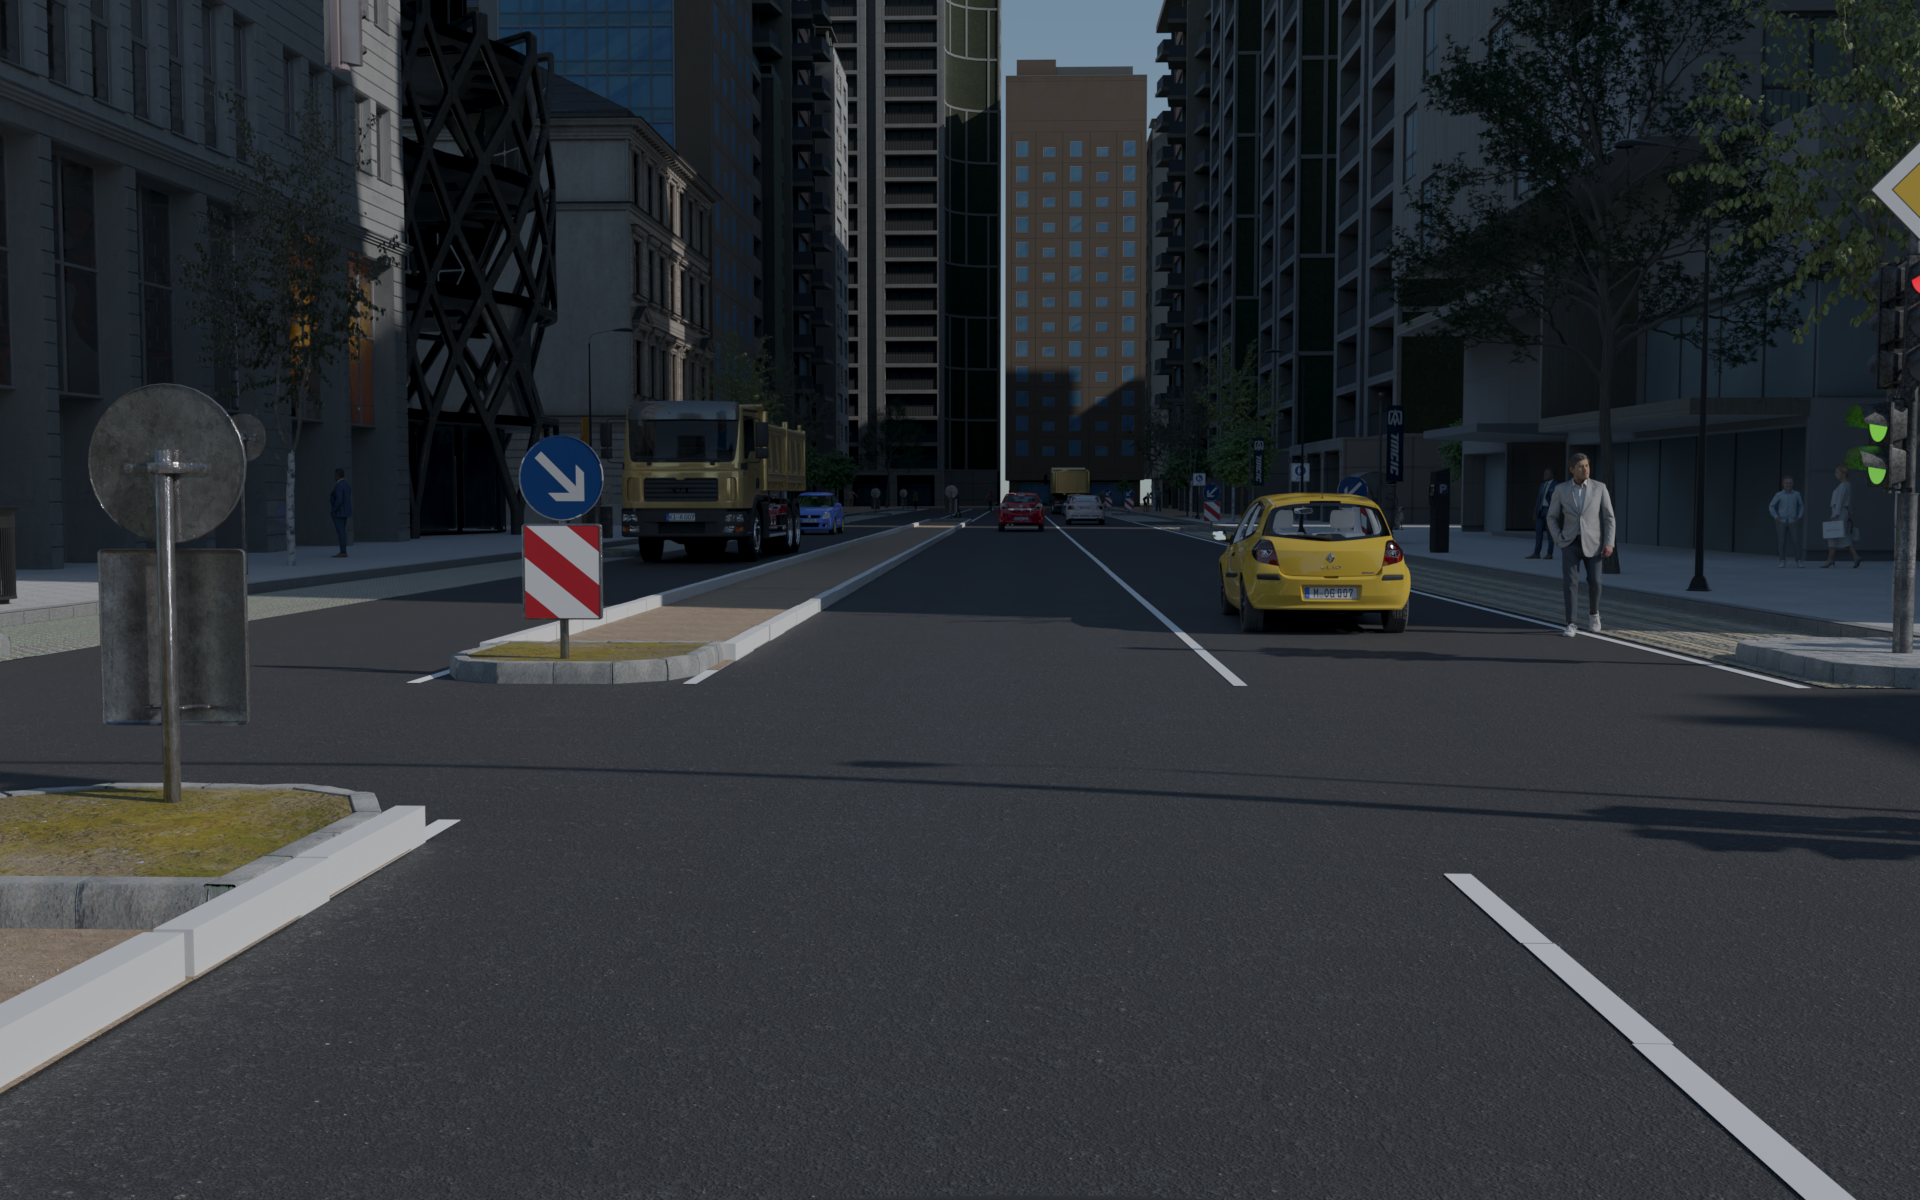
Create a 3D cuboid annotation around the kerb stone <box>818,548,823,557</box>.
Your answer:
[{"bbox_3d":[-3.262,-1.028,38.996,0.120,0.150,1.000,0,4,2],"label":"kerb stone"}]

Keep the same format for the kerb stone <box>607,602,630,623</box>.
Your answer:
[{"bbox_3d":[-3.926,0.162,19.548,0.120,0.150,1.000,0,4,2],"label":"kerb stone"}]

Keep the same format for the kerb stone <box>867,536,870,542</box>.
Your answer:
[{"bbox_3d":[-2.838,-1.779,51.296,0.120,0.150,1.000,0,4,2],"label":"kerb stone"}]

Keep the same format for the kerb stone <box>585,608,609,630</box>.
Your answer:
[{"bbox_3d":[-3.963,0.226,18.527,0.120,0.150,1.000,0,4,2],"label":"kerb stone"}]

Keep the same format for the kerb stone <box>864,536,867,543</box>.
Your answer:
[{"bbox_3d":[-2.870,-1.717,50.267,0.120,0.150,1.000,0,4,2],"label":"kerb stone"}]

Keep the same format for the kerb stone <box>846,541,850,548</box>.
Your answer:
[{"bbox_3d":[-3.045,-1.403,45.142,0.120,0.150,1.000,0,4,2],"label":"kerb stone"}]

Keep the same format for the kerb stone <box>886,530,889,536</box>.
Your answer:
[{"bbox_3d":[-2.590,-2.218,58.465,0.120,0.150,1.000,0,4,2],"label":"kerb stone"}]

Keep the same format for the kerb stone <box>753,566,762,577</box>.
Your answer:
[{"bbox_3d":[-3.575,-0.459,29.783,0.120,0.150,1.000,0,4,2],"label":"kerb stone"}]

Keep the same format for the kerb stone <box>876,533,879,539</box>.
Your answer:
[{"bbox_3d":[-2.737,-1.966,54.363,0.120,0.150,1.000,0,4,2],"label":"kerb stone"}]

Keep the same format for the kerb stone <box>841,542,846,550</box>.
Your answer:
[{"bbox_3d":[-3.085,-1.340,44.120,0.120,0.150,1.000,0,4,2],"label":"kerb stone"}]

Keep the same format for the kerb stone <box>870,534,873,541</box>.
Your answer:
[{"bbox_3d":[-2.804,-1.842,52.318,0.120,0.150,1.000,0,4,2],"label":"kerb stone"}]

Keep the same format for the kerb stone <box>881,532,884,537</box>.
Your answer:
[{"bbox_3d":[-2.667,-2.093,56.418,0.120,0.150,1.000,0,4,2],"label":"kerb stone"}]

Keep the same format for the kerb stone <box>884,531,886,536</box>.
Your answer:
[{"bbox_3d":[-2.625,-2.156,57.439,0.120,0.150,1.000,0,4,2],"label":"kerb stone"}]

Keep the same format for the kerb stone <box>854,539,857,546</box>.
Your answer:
[{"bbox_3d":[-2.980,-1.527,47.191,0.120,0.150,1.000,0,4,2],"label":"kerb stone"}]

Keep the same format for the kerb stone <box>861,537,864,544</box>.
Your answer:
[{"bbox_3d":[-2.910,-1.654,49.246,0.120,0.150,1.000,0,4,2],"label":"kerb stone"}]

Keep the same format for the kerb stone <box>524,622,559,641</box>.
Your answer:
[{"bbox_3d":[-4.035,0.350,16.472,0.120,0.150,1.000,0,4,2],"label":"kerb stone"}]

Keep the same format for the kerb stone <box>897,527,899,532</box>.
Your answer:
[{"bbox_3d":[-2.419,-2.532,63.592,0.120,0.150,1.000,0,4,2],"label":"kerb stone"}]

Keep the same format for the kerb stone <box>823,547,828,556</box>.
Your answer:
[{"bbox_3d":[-3.218,-1.090,40.018,0.120,0.150,1.000,0,4,2],"label":"kerb stone"}]

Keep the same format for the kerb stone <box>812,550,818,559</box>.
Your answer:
[{"bbox_3d":[-3.290,-0.959,37.974,0.120,0.150,1.000,0,4,2],"label":"kerb stone"}]

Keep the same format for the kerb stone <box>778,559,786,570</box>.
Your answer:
[{"bbox_3d":[-3.474,-0.649,32.848,0.120,0.150,1.000,0,4,2],"label":"kerb stone"}]

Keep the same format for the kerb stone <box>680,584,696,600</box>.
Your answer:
[{"bbox_3d":[-3.791,-0.088,23.643,0.120,0.150,1.000,0,4,2],"label":"kerb stone"}]

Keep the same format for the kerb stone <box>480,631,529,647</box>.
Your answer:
[{"bbox_3d":[-4.067,0.413,15.449,0.120,0.150,1.000,0,4,2],"label":"kerb stone"}]

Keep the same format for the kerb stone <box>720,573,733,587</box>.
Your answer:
[{"bbox_3d":[-3.678,-0.276,26.708,0.120,0.150,1.000,0,4,2],"label":"kerb stone"}]

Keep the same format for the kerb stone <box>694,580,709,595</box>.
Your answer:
[{"bbox_3d":[-3.754,-0.151,24.665,0.120,0.150,1.000,0,4,2],"label":"kerb stone"}]

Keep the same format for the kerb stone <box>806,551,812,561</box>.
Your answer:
[{"bbox_3d":[-3.332,-0.902,36.948,0.120,0.150,1.000,0,4,2],"label":"kerb stone"}]

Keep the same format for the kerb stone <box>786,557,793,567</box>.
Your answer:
[{"bbox_3d":[-3.437,-0.715,33.881,0.120,0.150,1.000,0,4,2],"label":"kerb stone"}]

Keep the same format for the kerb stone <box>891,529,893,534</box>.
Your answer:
[{"bbox_3d":[-2.520,-2.342,60.512,0.120,0.150,1.000,0,4,2],"label":"kerb stone"}]

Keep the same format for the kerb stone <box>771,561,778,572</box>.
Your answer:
[{"bbox_3d":[-3.512,-0.589,31.827,0.120,0.150,1.000,0,4,2],"label":"kerb stone"}]

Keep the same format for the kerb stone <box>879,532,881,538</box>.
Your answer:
[{"bbox_3d":[-2.701,-2.031,55.396,0.120,0.150,1.000,0,4,2],"label":"kerb stone"}]

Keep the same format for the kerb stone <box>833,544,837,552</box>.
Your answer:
[{"bbox_3d":[-3.160,-1.215,42.068,0.120,0.150,1.000,0,4,2],"label":"kerb stone"}]

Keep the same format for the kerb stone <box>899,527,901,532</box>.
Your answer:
[{"bbox_3d":[-2.377,-2.594,64.614,0.120,0.150,1.000,0,4,2],"label":"kerb stone"}]

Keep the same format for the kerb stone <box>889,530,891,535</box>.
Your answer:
[{"bbox_3d":[-2.552,-2.281,59.490,0.120,0.150,1.000,0,4,2],"label":"kerb stone"}]

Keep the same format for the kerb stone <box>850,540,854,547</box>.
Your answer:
[{"bbox_3d":[-3.014,-1.466,46.169,0.120,0.150,1.000,0,4,2],"label":"kerb stone"}]

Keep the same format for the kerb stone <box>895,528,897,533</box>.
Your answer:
[{"bbox_3d":[-2.453,-2.469,62.562,0.120,0.150,1.000,0,4,2],"label":"kerb stone"}]

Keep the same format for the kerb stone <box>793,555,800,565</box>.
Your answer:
[{"bbox_3d":[-3.394,-0.773,34.902,0.120,0.150,1.000,0,4,2],"label":"kerb stone"}]

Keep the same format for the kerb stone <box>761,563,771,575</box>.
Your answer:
[{"bbox_3d":[-3.542,-0.523,30.805,0.120,0.150,1.000,0,4,2],"label":"kerb stone"}]

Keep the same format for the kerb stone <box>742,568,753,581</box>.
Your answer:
[{"bbox_3d":[-3.609,-0.402,28.761,0.120,0.150,1.000,0,4,2],"label":"kerb stone"}]

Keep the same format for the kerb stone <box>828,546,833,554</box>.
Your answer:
[{"bbox_3d":[-3.183,-1.153,41.044,0.120,0.150,1.000,0,4,2],"label":"kerb stone"}]

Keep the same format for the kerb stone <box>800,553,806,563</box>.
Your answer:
[{"bbox_3d":[-3.362,-0.840,35.924,0.120,0.150,1.000,0,4,2],"label":"kerb stone"}]

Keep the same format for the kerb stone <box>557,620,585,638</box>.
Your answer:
[{"bbox_3d":[-3.997,0.288,17.494,0.120,0.150,1.000,0,4,2],"label":"kerb stone"}]

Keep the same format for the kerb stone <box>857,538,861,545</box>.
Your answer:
[{"bbox_3d":[-2.938,-1.592,48.224,0.120,0.150,1.000,0,4,2],"label":"kerb stone"}]

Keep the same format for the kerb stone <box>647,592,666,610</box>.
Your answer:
[{"bbox_3d":[-3.858,0.037,21.593,0.120,0.150,1.000,0,4,2],"label":"kerb stone"}]

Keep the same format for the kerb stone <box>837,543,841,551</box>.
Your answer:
[{"bbox_3d":[-3.123,-1.274,43.092,0.120,0.150,1.000,0,4,2],"label":"kerb stone"}]

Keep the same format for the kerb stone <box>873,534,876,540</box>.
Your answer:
[{"bbox_3d":[-2.765,-1.897,53.341,0.120,0.150,1.000,0,4,2],"label":"kerb stone"}]

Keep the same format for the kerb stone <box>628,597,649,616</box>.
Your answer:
[{"bbox_3d":[-3.894,0.104,20.570,0.120,0.150,1.000,0,4,2],"label":"kerb stone"}]

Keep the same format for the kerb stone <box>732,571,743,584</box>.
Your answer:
[{"bbox_3d":[-3.651,-0.339,27.736,0.120,0.150,1.000,0,4,2],"label":"kerb stone"}]

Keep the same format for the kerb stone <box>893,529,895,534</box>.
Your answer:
[{"bbox_3d":[-2.492,-2.405,61.540,0.120,0.150,1.000,0,4,2],"label":"kerb stone"}]

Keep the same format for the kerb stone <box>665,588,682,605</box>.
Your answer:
[{"bbox_3d":[-3.824,-0.025,22.621,0.120,0.150,1.000,0,4,2],"label":"kerb stone"}]

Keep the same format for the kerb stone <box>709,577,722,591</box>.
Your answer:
[{"bbox_3d":[-3.715,-0.214,25.687,0.120,0.150,1.000,0,4,2],"label":"kerb stone"}]
